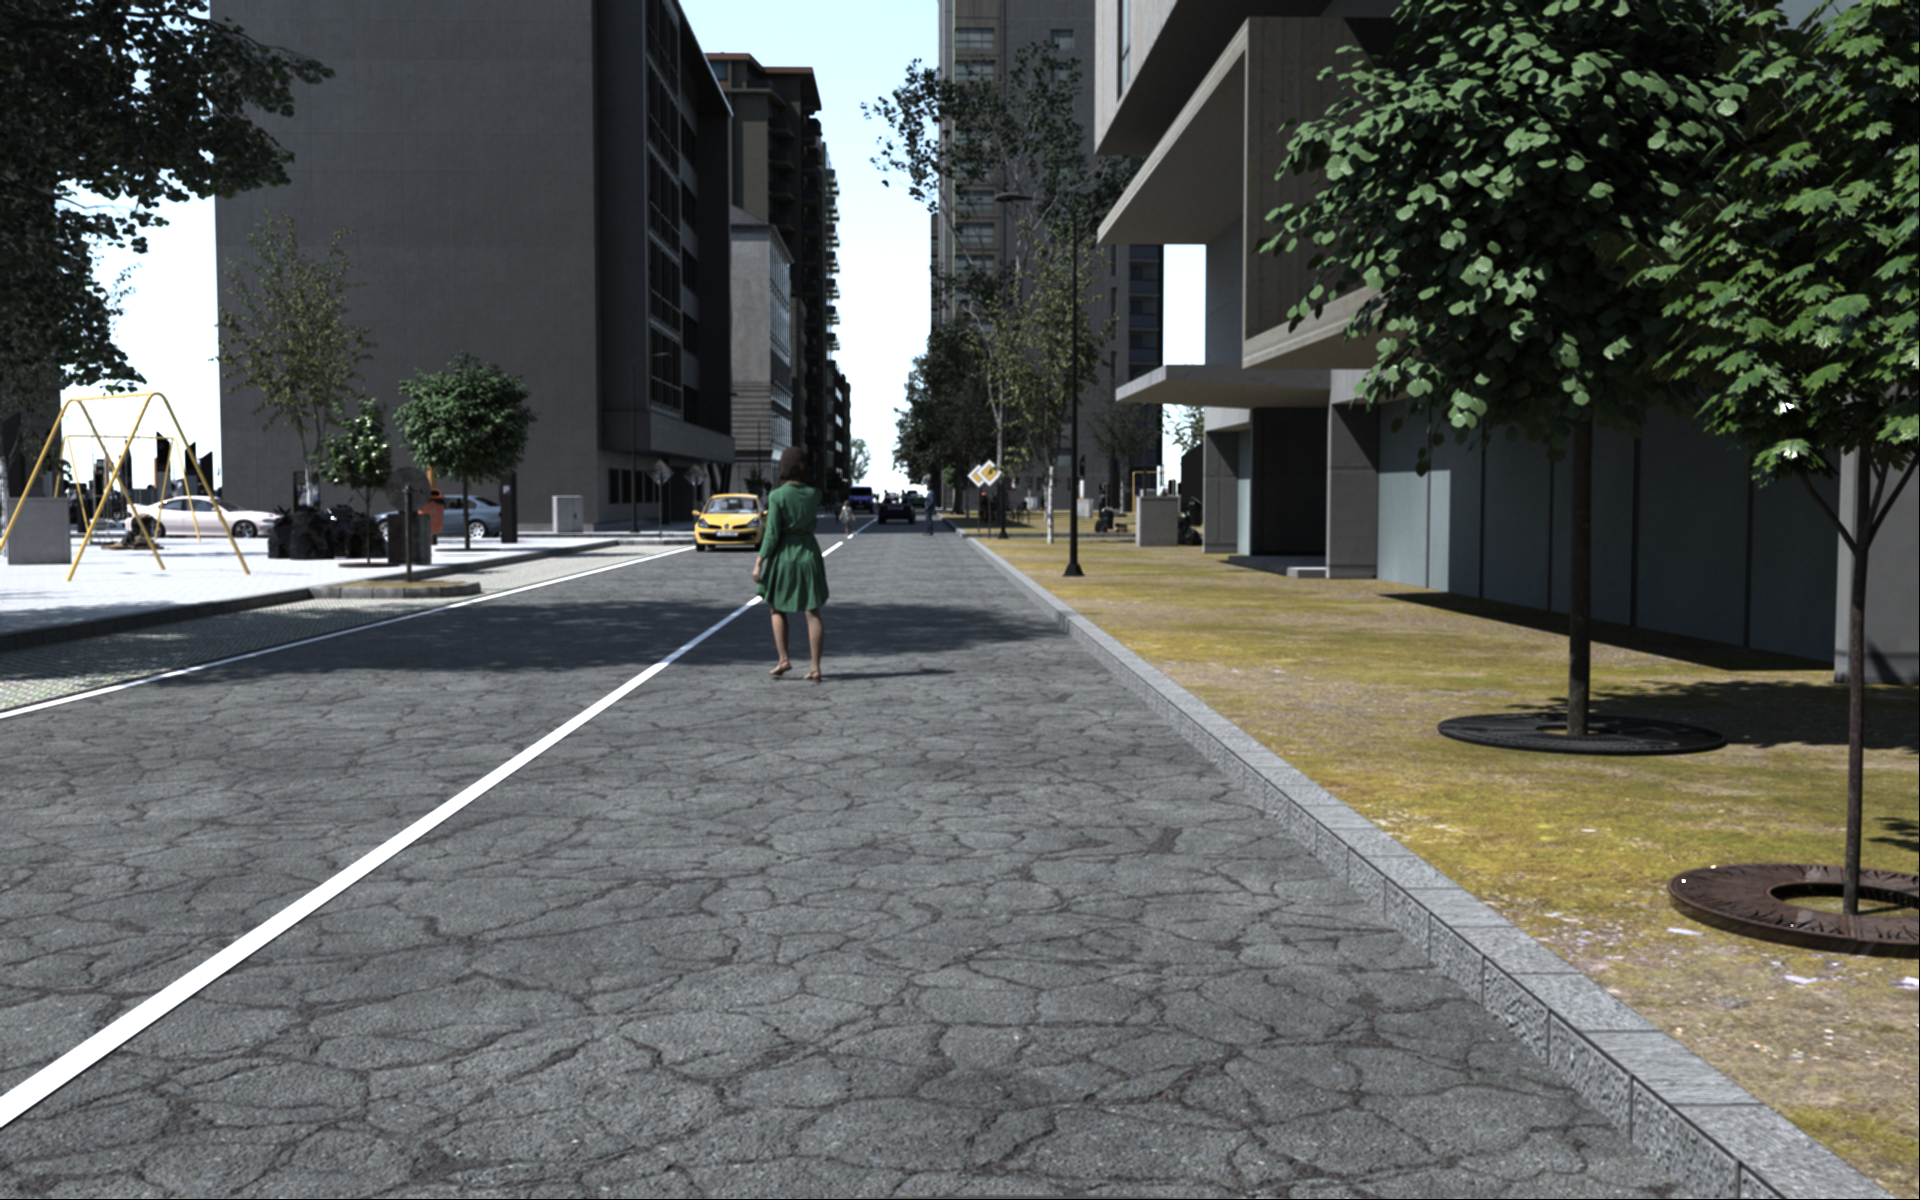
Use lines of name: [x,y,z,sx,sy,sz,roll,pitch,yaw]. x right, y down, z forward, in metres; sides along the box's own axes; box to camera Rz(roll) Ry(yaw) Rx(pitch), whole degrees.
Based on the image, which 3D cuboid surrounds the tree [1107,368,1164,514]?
tree: [9.793,-9.272,101.959,4.360,8.622,3.978,0,3,0]

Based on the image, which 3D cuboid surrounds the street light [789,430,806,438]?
street light: [-12.079,-9.324,124.982,1.470,5.913,1.316,0,4,-2]

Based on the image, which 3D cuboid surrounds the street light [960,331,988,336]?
street light: [0.700,-4.714,49.611,1.470,5.913,1.316,0,4,-2]

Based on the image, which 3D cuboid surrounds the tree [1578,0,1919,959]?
tree: [2.679,-0.639,5.048,1.663,3.219,1.824,0,3,0]

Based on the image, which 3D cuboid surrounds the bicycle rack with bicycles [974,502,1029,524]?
bicycle rack with bicycles: [1.740,-3.781,75.205,2.852,0.926,2.925,1,4,18]

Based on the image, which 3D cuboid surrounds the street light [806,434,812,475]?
street light: [-12.288,-9.876,134.011,1.470,5.913,1.316,0,4,-2]

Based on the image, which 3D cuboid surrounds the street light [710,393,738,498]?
street light: [-10.911,-6.555,79.715,1.470,5.913,1.316,0,4,-2]

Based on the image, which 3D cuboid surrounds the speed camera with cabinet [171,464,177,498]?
speed camera with cabinet: [-52.542,-7.325,114.095,2.038,3.252,0.660,0,4,-5]

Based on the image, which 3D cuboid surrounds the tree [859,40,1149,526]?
tree: [3.069,-13.132,70.599,12.611,20.169,13.585,0,3,0]

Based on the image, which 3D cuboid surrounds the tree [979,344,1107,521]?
tree: [3.975,-8.132,83.317,4.360,8.622,3.978,0,3,0]

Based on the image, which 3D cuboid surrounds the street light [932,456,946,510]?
street light: [-1.811,-10.287,140.733,1.470,5.913,1.316,0,4,-2]

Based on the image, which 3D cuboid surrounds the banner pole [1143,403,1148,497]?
banner pole: [5.082,-3.522,47.597,0.401,3.779,0.863,0,4,6]

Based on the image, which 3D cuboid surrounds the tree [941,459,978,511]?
tree: [0.121,-9.250,134.949,4.285,4.588,4.351,0,3,0]

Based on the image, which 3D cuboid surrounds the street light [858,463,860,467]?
street light: [-15.720,-17.697,261.886,1.470,5.913,1.316,0,4,-2]

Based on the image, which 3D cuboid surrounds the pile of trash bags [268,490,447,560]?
pile of trash bags: [-12.146,-1.552,35.122,3.447,1.369,1.912,-2,4,-33]

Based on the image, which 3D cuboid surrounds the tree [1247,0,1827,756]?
tree: [3.230,-1.554,9.121,4.285,4.588,4.351,0,3,0]

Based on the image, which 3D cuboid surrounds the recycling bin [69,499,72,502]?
recycling bin: [-48.227,-4.936,93.265,0.722,1.027,0.722,-2,4,-31]

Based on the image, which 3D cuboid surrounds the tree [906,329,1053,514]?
tree: [1.201,-9.963,97.313,8.767,10.594,7.601,0,4,-1]

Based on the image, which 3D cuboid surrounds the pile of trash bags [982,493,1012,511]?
pile of trash bags: [2.410,-7.243,128.170,1.912,1.369,3.447,-2,4,-29]

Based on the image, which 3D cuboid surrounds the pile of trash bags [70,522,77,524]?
pile of trash bags: [-39.618,-3.954,74.404,3.447,1.369,1.912,-2,4,-31]

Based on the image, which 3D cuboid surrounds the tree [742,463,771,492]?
tree: [-13.039,-7.026,109.474,1.663,3.219,1.824,0,3,0]

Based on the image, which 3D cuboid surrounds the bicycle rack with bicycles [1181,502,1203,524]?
bicycle rack with bicycles: [9.477,-3.828,75.971,2.852,0.926,2.925,0,4,5]

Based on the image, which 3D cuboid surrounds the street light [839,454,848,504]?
street light: [-14.105,-14.020,201.775,1.470,5.913,1.316,0,4,-2]

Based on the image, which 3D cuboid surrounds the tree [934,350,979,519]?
tree: [0.534,-8.485,89.085,4.360,8.622,3.978,0,3,0]

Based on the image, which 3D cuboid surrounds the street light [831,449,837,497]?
street light: [-13.568,-12.643,179.248,1.470,5.913,1.316,0,4,-2]

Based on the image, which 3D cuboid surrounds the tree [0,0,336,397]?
tree: [-10.219,-6.629,15.044,9.857,13.997,8.962,0,3,0]

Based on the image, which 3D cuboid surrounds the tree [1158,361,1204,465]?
tree: [13.098,-8.858,95.186,4.737,8.622,4.395,0,3,0]

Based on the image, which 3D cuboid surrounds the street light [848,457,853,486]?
street light: [-14.476,-14.942,216.837,1.470,5.913,1.316,0,4,-2]

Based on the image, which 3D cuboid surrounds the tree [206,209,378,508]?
tree: [-16.921,-5.765,44.613,4.737,8.622,4.395,0,3,0]

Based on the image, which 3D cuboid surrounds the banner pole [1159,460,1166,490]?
banner pole: [15.071,-8.485,128.748,0.401,3.779,0.863,-2,4,-32]

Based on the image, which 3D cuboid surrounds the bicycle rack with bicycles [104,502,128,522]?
bicycle rack with bicycles: [-38.065,-4.038,79.403,2.852,0.926,2.925,1,4,21]

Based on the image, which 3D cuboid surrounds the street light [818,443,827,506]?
street light: [-12.898,-11.254,156.536,1.470,5.913,1.316,0,4,-2]

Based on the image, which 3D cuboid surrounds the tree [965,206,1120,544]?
tree: [2.293,-5.779,44.853,4.737,8.622,4.395,0,3,0]

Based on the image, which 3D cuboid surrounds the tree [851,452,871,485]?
tree: [-16.799,-20.160,279.978,4.737,8.622,4.395,0,3,0]

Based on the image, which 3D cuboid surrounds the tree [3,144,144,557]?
tree: [-19.121,-5.171,34.914,4.360,8.622,3.978,0,3,0]

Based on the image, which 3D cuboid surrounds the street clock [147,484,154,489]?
street clock: [-60.952,-7.700,130.464,0.358,2.002,0.471,3,5,41]

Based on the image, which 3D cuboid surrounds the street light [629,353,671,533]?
street light: [-10.224,-5.177,57.192,1.470,5.913,1.316,0,4,-2]

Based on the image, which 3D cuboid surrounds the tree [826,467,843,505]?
tree: [-15.573,-13.775,208.926,4.285,4.588,4.351,0,3,0]

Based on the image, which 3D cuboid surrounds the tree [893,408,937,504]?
tree: [-3.307,-19.012,217.504,9.857,13.997,8.962,0,3,0]

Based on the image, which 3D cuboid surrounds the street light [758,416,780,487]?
street light: [-11.332,-7.946,102.461,1.470,5.913,1.316,0,4,-2]

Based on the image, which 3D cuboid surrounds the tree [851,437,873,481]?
tree: [-18.316,-22.376,291.602,9.928,11.665,9.643,0,3,0]

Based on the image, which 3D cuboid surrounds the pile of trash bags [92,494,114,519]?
pile of trash bags: [-44.727,-4.873,89.427,1.912,1.369,3.447,-2,4,-35]

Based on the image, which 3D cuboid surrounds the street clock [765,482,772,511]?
street clock: [-11.812,-6.251,106.767,0.358,2.002,0.471,-3,5,-44]

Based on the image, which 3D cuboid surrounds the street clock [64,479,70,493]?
street clock: [-43.922,-4.916,84.954,0.471,2.002,0.358,-1,4,-16]

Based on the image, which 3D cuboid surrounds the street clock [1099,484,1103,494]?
street clock: [9.920,-7.140,121.314,0.358,2.002,0.471,1,4,21]

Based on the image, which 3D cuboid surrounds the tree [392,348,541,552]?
tree: [-11.142,-3.399,39.289,4.285,4.588,4.351,0,3,0]

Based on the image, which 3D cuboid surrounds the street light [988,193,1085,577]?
street light: [1.237,-3.326,26.924,1.470,5.913,1.316,0,4,-2]

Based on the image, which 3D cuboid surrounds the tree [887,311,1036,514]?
tree: [-0.049,-11.742,108.988,9.611,12.733,9.660,0,3,0]

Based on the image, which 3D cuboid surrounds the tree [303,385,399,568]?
tree: [-10.470,-2.210,30.739,1.663,3.219,1.824,0,3,0]

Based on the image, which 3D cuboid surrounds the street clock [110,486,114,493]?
street clock: [-64.496,-7.764,131.507,0.358,2.002,0.471,1,4,16]
